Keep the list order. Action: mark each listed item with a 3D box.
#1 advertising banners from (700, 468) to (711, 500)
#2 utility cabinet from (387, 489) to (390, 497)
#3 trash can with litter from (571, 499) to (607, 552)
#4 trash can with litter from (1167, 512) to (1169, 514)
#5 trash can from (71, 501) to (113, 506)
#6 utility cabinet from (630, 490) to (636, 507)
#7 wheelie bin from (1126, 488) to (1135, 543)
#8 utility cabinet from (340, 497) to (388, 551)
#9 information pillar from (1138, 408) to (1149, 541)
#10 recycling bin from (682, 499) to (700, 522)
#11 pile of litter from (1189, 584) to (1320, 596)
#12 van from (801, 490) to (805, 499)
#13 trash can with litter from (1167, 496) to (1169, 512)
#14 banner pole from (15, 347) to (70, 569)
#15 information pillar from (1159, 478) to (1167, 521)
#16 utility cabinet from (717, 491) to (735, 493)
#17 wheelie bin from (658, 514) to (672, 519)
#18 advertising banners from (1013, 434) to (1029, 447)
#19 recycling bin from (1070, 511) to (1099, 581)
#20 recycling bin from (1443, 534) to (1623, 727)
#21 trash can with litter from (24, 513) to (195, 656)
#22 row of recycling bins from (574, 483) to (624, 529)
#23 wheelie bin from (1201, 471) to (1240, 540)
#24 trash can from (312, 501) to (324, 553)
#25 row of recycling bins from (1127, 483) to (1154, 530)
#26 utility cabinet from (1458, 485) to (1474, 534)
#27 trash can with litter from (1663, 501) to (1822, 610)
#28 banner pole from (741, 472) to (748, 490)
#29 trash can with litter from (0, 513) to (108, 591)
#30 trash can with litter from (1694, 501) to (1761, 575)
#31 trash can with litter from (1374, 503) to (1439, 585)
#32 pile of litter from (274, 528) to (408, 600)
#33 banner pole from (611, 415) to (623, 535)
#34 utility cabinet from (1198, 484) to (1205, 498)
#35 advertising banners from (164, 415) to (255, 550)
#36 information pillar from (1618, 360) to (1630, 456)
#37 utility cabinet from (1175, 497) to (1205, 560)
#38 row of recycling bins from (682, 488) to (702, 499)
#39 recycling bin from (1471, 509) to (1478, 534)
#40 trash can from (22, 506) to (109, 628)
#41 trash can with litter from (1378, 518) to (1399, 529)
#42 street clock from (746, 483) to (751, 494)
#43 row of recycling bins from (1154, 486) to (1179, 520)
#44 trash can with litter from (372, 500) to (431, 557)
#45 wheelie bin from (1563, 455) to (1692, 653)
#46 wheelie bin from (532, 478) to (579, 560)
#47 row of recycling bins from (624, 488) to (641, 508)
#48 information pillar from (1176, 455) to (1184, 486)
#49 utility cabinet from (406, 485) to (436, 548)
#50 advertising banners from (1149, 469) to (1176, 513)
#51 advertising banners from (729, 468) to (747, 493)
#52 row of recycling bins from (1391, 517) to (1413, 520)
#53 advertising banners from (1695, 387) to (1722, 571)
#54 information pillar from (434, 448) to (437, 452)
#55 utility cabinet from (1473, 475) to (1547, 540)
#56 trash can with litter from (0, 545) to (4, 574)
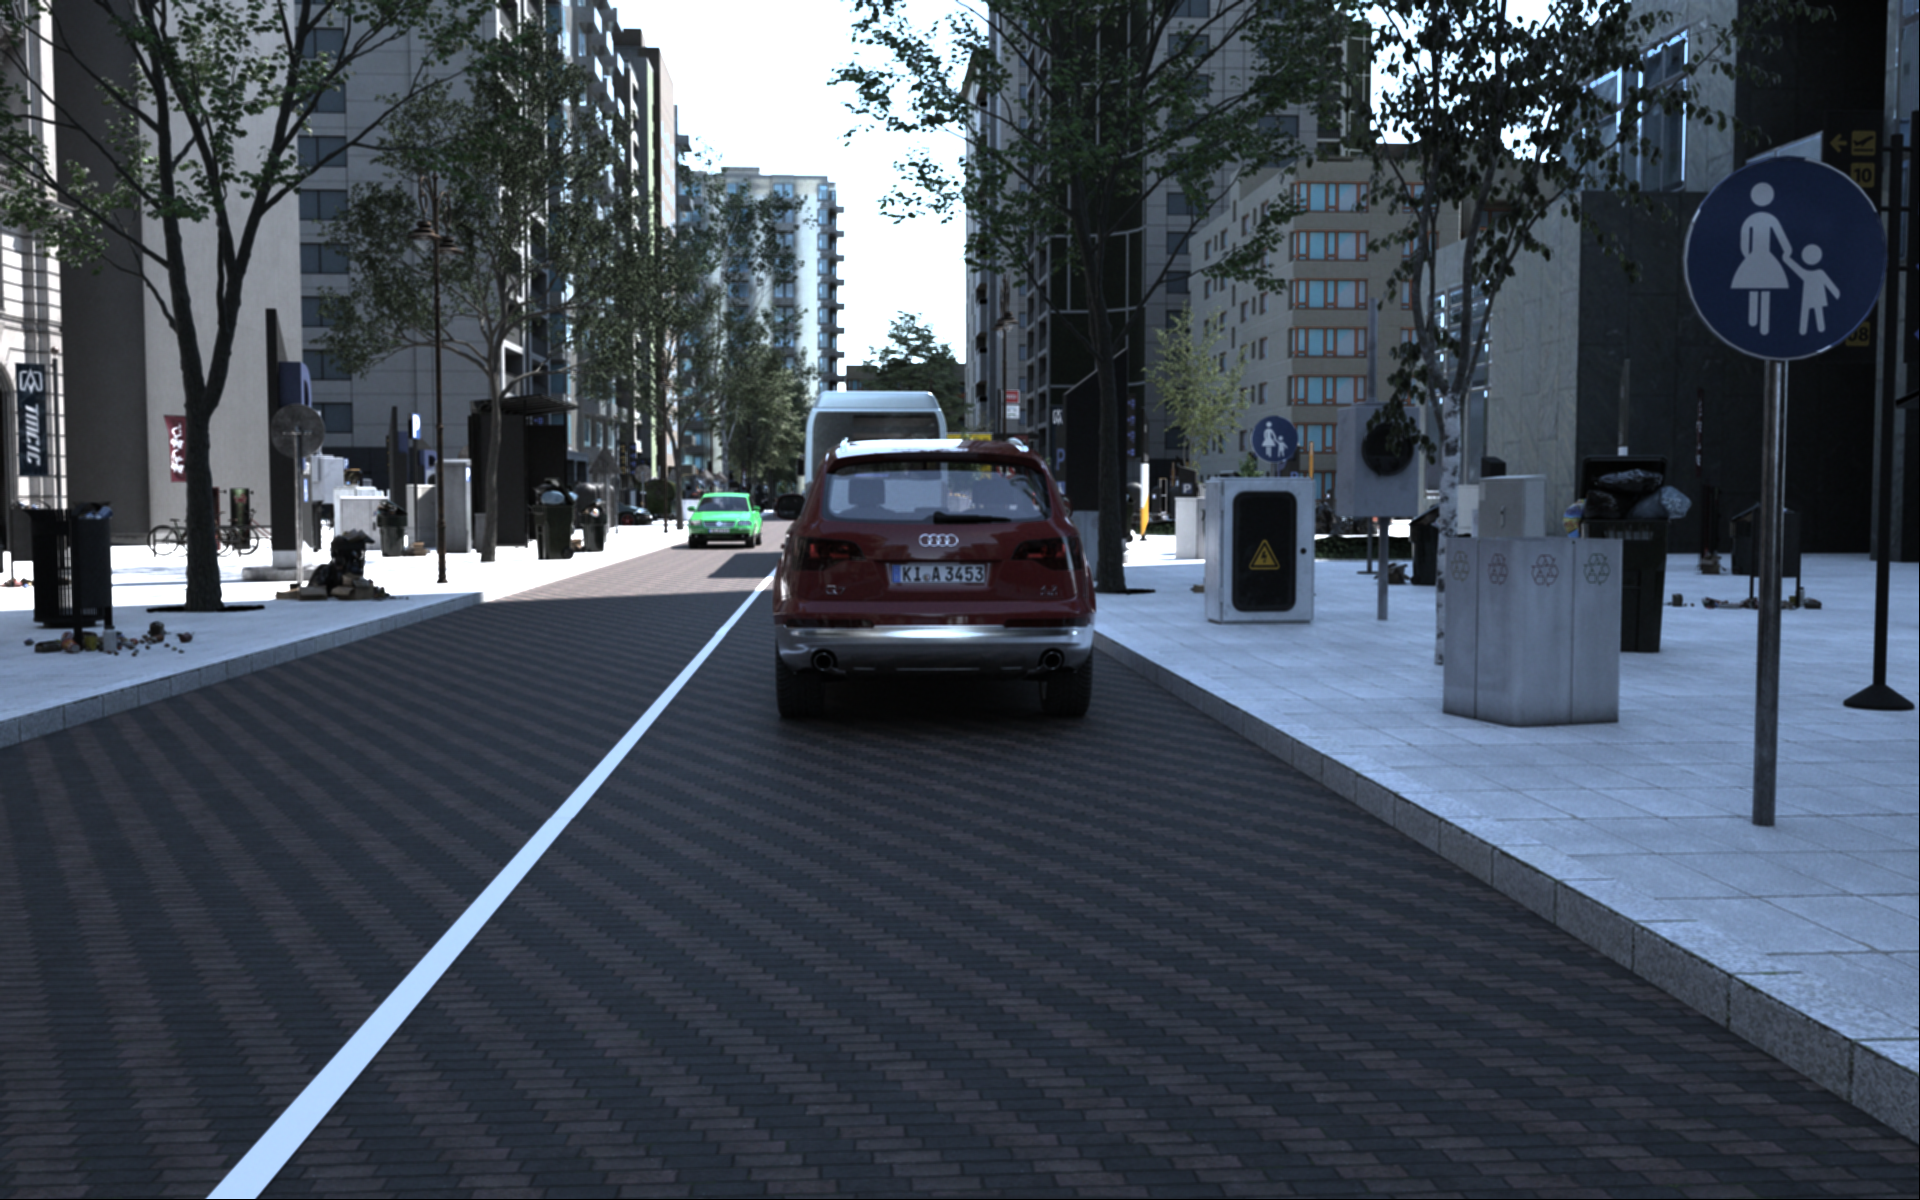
[{"bbox_3d":[-16.631,-7.189,113.731,0.090,3.025,2.074,1,4,14],"label":"advertising banners"},{"bbox_3d":[-26.476,-4.406,80.721,0.318,1.500,1.173,-1,4,-23],"label":"utility cabinet"},{"bbox_3d":[-8.318,-1.642,38.228,1.055,1.170,0.624,1,4,20],"label":"trash can with litter"},{"bbox_3d":[14.302,-6.264,113.471,2.233,1.210,1.678,1,4,20],"label":"trash can with litter"},{"bbox_3d":[-17.374,-1.409,34.691,0.748,1.137,0.748,0,3,0],"label":"trash can"},{"bbox_3d":[-23.745,-7.151,125.596,1.173,1.500,0.318,3,5,43],"label":"utility cabinet"},{"bbox_3d":[4.169,-2.304,45.584,0.693,1.594,0.980,-2,4,-27],"label":"wheelie bin"},{"bbox_3d":[-13.476,-1.716,39.215,1.020,1.237,0.306,-2,4,-24],"label":"utility cabinet"},{"bbox_3d":[5.027,-3.412,47.144,0.183,3.616,0.504,1,4,23],"label":"information pillar"},{"bbox_3d":[-12.698,-4.202,81.257,0.722,1.027,0.722,-3,5,-42],"label":"recycling bin"},{"bbox_3d":[3.757,-0.514,22.365,1.176,0.858,1.719,-2,4,-33],"label":"pile of litter"},{"bbox_3d":[-13.636,-9.159,156.753,2.013,2.044,4.112,0,4,-4],"label":"van"},{"bbox_3d":[13.744,-6.403,116.080,1.055,1.170,0.624,-2,4,-31],"label":"trash can with litter"},{"bbox_3d":[-15.547,-2.408,29.383,0.401,3.779,0.863,3,5,43],"label":"banner pole"},{"bbox_3d":[9.419,-4.650,80.512,0.304,2.012,0.304,-1,4,-9],"label":"information pillar"},{"bbox_3d":[-16.287,-6.842,120.551,1.173,1.500,0.318,-1,4,-21],"label":"utility cabinet"},{"bbox_3d":[-15.063,-4.940,88.683,0.980,1.594,0.693,1,4,23],"label":"wheelie bin"},{"bbox_3d":[2.429,-3.312,50.347,2.074,3.025,0.090,2,4,33],"label":"advertising banners"},{"bbox_3d":[1.670,-0.808,25.771,0.722,1.027,0.722,-2,4,-29],"label":"recycling bin"},{"bbox_3d":[3.270,0.161,9.926,0.722,1.027,0.722,-1,4,-19],"label":"recycling bin"},{"bbox_3d":[-7.101,-0.227,14.774,1.678,1.210,2.233,0,4,0],"label":"trash can with litter"},{"bbox_3d":[-13.570,-3.512,64.531,1.069,1.692,3.534,0,4,2],"label":"row of recycling bins"},{"bbox_3d":[3.724,-0.984,23.989,0.693,1.594,0.980,-1,4,-11],"label":"wheelie bin"},{"bbox_3d":[-14.324,-1.610,37.976,0.748,1.137,0.748,0,3,0],"label":"trash can"},{"bbox_3d":[5.130,-3.333,61.609,3.534,1.692,1.069,-3,4,-36],"label":"row of recycling bins"},{"bbox_3d":[12.218,-1.999,41.362,0.318,1.500,1.173,-2,4,-28],"label":"utility cabinet"},{"bbox_3d":[8.850,-0.531,19.735,2.233,1.210,1.678,0,4,7],"label":"trash can with litter"},{"bbox_3d":[-17.356,-9.166,139.887,0.863,3.779,0.401,-3,5,-43],"label":"banner pole"},{"bbox_3d":[-13.334,-0.792,24.000,2.233,1.210,1.678,-3,5,-44],"label":"trash can with litter"},{"bbox_3d":[12.267,-0.988,27.548,1.055,1.170,0.624,1,4,22],"label":"trash can with litter"},{"bbox_3d":[6.400,-0.803,24.511,1.055,1.170,0.624,2,4,30],"label":"trash can with litter"},{"bbox_3d":[-7.605,-0.443,21.209,1.719,0.858,1.176,2,4,31],"label":"pile of litter"},{"bbox_3d":[-10.834,-3.962,54.788,0.401,3.779,0.863,-1,4,-22],"label":"banner pole"},{"bbox_3d":[5.205,-1.774,37.683,0.318,1.500,1.173,0,4,-7],"label":"utility cabinet"},{"bbox_3d":[-16.974,-2.630,39.185,0.090,3.025,2.074,3,4,37],"label":"advertising banners"},{"bbox_3d":[11.662,-2.393,30.476,0.183,3.616,0.504,1,4,12],"label":"information pillar"},{"bbox_3d":[4.598,-1.412,34.251,0.306,1.237,1.020,-1,4,-18],"label":"utility cabinet"},{"bbox_3d":[-18.965,-7.075,122.786,1.069,1.692,3.534,1,4,13],"label":"row of recycling bins"},{"bbox_3d":[8.914,-0.976,28.504,0.722,1.027,0.722,-1,4,-21],"label":"recycling bin"},{"bbox_3d":[-8.615,-0.310,16.724,0.748,1.137,0.748,0,3,0],"label":"trash can"},{"bbox_3d":[15.086,-3.262,64.391,1.678,1.210,2.233,-2,4,-33],"label":"trash can with litter"},{"bbox_3d":[-14.318,-6.887,117.172,0.358,2.002,0.471,-3,4,-38],"label":"street clock"},{"bbox_3d":[10.558,-4.933,87.770,3.534,1.692,1.069,1,4,10],"label":"row of recycling bins"},{"bbox_3d":[-11.434,-1.473,35.468,0.624,1.170,1.055,3,5,41],"label":"trash can with litter"},{"bbox_3d":[5.473,-0.386,14.216,0.980,1.594,0.693,1,4,14],"label":"wheelie bin"},{"bbox_3d":[-7.965,-1.591,33.928,0.693,1.594,0.980,-3,4,-36],"label":"wheelie bin"},{"bbox_3d":[-22.426,-6.749,117.456,1.069,1.692,3.534,-1,4,-22],"label":"row of recycling bins"},{"bbox_3d":[13.257,-6.922,104.527,0.504,3.616,0.183,1,4,9],"label":"information pillar"},{"bbox_3d":[-12.779,-2.002,41.405,0.318,1.500,1.173,1,4,12],"label":"utility cabinet"},{"bbox_3d":[13.769,-7.437,117.785,2.074,3.025,0.090,1,4,22],"label":"advertising banners"},{"bbox_3d":[-14.700,-7.207,114.019,0.090,3.025,2.074,2,4,35],"label":"advertising banners"},{"bbox_3d":[21.119,-4.741,84.628,3.534,1.692,1.069,-3,5,-40],"label":"row of recycling bins"},{"bbox_3d":[12.577,-2.016,29.151,0.090,3.025,2.074,2,4,34],"label":"advertising banners"},{"bbox_3d":[-24.594,-5.514,81.508,0.504,3.616,0.183,2,4,26],"label":"information pillar"},{"bbox_3d":[6.531,-0.727,20.572,0.318,1.500,1.173,-1,4,-8],"label":"utility cabinet"},{"bbox_3d":[-8.626,-0.193,14.551,1.055,1.170,0.624,0,4,4],"label":"trash can with litter"}]
